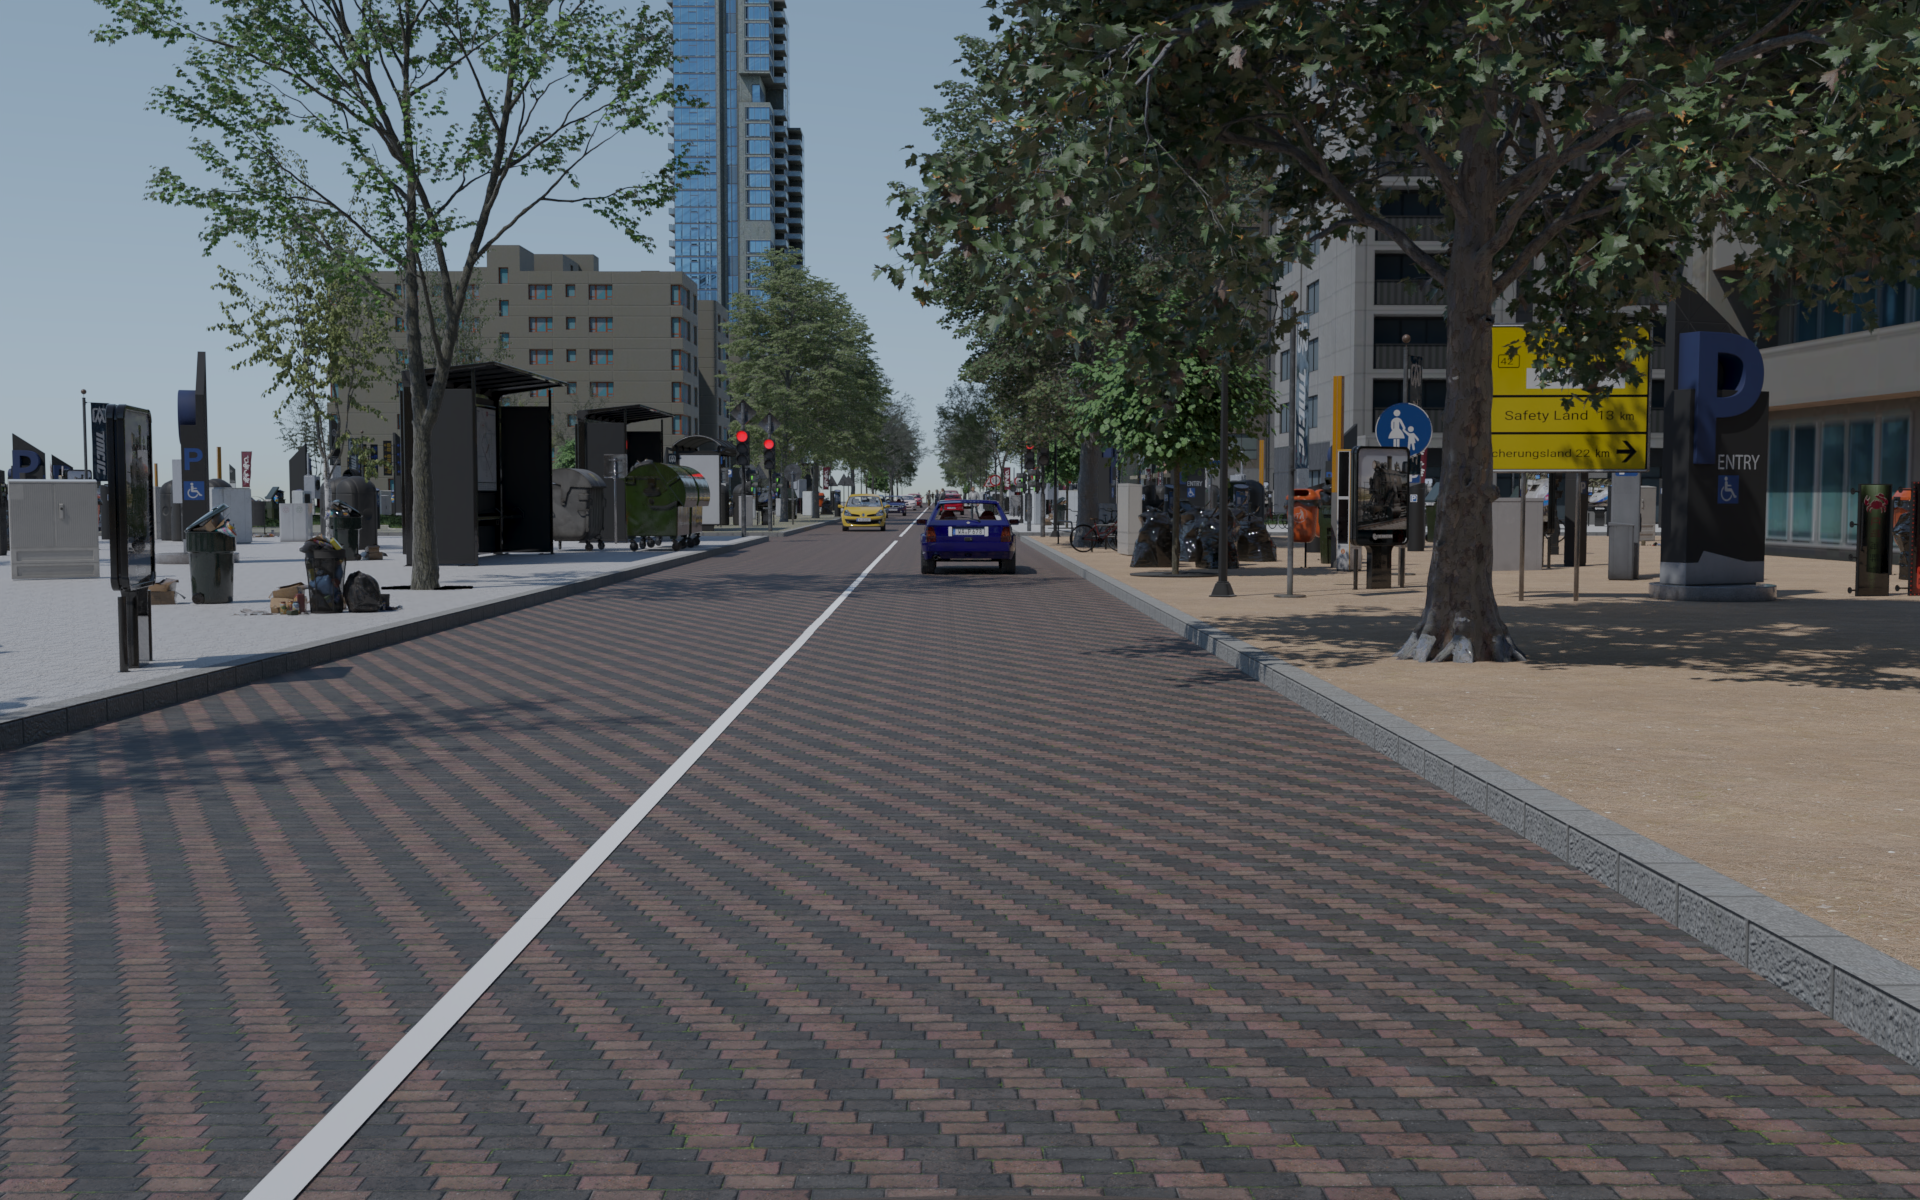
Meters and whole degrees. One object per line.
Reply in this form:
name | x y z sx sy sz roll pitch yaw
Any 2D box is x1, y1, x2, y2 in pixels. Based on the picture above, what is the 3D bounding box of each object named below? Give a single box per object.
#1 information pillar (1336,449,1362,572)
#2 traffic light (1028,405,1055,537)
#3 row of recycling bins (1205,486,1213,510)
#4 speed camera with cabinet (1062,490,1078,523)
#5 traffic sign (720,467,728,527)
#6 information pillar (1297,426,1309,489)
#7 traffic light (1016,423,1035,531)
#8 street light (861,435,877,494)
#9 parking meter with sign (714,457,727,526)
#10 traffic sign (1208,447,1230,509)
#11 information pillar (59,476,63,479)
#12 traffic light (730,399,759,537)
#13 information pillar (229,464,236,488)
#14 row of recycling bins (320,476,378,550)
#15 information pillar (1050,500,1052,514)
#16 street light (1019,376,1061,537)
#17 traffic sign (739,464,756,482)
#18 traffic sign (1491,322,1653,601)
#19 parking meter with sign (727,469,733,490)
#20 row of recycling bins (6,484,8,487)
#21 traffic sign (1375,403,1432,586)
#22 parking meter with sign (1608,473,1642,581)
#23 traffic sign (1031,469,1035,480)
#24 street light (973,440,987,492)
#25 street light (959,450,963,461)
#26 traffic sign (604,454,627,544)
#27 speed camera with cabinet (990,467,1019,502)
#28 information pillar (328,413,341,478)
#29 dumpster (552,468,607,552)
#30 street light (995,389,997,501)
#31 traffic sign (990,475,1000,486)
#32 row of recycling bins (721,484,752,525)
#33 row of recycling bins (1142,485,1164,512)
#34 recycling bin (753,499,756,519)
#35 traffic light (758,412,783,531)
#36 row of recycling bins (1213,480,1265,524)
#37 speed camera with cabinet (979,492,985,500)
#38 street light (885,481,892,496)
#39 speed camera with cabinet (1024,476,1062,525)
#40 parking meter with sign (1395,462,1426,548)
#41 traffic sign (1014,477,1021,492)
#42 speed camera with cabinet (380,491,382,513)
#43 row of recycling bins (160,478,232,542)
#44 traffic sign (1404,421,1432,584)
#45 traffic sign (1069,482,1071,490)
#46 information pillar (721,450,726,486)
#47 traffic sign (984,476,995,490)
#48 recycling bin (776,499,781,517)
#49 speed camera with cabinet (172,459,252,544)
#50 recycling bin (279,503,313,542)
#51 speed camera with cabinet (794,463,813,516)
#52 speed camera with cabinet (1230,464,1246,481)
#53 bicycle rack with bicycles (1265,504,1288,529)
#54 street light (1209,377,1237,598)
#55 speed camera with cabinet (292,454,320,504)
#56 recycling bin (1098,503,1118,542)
information pillar | 6.448 -1.478 28.654 0.304 2.012 0.304 -2 4 -33
traffic light | 2.448 -3.829 51.519 0.839 4.253 0.868 0 4 -1
row of recycling bins | 15.551 -5.853 102.805 3.534 1.692 1.069 2 4 24
speed camera with cabinet | 4.252 -5.005 76.171 2.038 3.252 0.660 0 4 -3
traffic sign | -9.189 -3.937 66.493 0.606 2.300 0.079 0 4 5
information pillar | 9.899 -3.589 50.043 0.504 3.616 0.183 -3 5 -43
traffic light | 2.361 -4.317 59.504 0.839 4.253 0.868 0 4 -1
street light | -7.225 -10.009 136.186 1.470 5.913 1.316 0 4 -1
parking meter with sign | -10.125 -4.430 68.695 0.543 3.016 1.738 2 4 30
traffic sign | 5.110 -2.157 35.366 0.768 2.556 0.104 0 4 6
information pillar | -35.635 -3.942 68.942 0.304 2.012 0.304 -3 5 -44
traffic light | -6.412 -3.822 51.406 0.839 4.253 0.868 0 4 -1
information pillar | -56.439 -8.748 134.384 0.504 3.616 0.183 0 4 5
row of recycling bins | -14.573 -2.079 41.103 1.069 1.692 3.534 -2 4 -27
information pillar | 5.637 -6.147 104.996 0.304 2.012 0.304 2 4 26
street light | 2.300 -4.830 51.504 1.470 5.913 1.316 0 4 -1
traffic sign | -8.885 -4.435 72.614 0.768 2.556 0.104 1 4 9
traffic sign | 7.057 -1.638 20.653 2.265 3.308 0.079 0 4 4
parking meter with sign | -16.607 -7.680 121.836 0.543 3.016 1.738 1 4 18
row of recycling bins | -53.453 -5.563 98.062 1.069 1.692 3.534 2 4 34
traffic sign | 6.190 -1.476 24.243 0.768 2.556 0.104 1 4 8
parking meter with sign | 10.126 -1.842 26.376 0.543 3.016 1.738 1 4 21
traffic sign | 3.669 -4.920 80.541 0.768 2.556 0.104 0 4 3
street light | 1.648 -8.107 105.086 1.470 5.913 1.316 0 4 -1
street light | 0.901 -12.750 181.000 1.470 5.913 1.316 0 4 -1
traffic sign | -8.846 -2.590 44.475 0.606 2.300 0.079 0 4 4
speed camera with cabinet | 3.303 -8.219 128.723 2.038 3.252 0.660 1 4 10
information pillar | -18.162 -3.608 50.345 0.183 3.616 0.504 1 4 10
dumpster | -8.788 -2.048 39.248 1.264 1.857 1.865 0 4 -1
street light | 2.155 -6.299 75.531 1.470 5.913 1.316 0 4 -1
traffic sign | 2.303 -6.885 112.673 0.768 2.556 0.104 0 4 0
row of recycling bins | -10.267 -3.914 71.113 3.534 1.692 1.069 0 4 2
row of recycling bins | 9.636 -4.488 80.495 3.534 1.692 1.069 -3 5 -40
recycling bin | -10.773 -4.637 88.367 0.722 1.027 0.722 0 4 -4
traffic light | -6.500 -4.310 59.391 0.839 4.253 0.868 0 4 -1
row of recycling bins | 8.264 -2.661 50.627 1.069 1.692 3.534 0 4 0
speed camera with cabinet | 2.528 -8.406 131.776 2.038 3.252 0.660 -1 4 -13
street light | -7.563 -11.865 166.531 1.470 5.913 1.316 0 4 -1
speed camera with cabinet | 3.387 -4.789 72.628 0.660 3.252 2.038 -2 4 -27
parking meter with sign | 10.786 -2.782 41.751 0.543 3.016 1.738 0 4 -5
traffic sign | 4.124 -7.321 119.806 0.768 2.556 0.104 0 4 4
speed camera with cabinet | -27.906 -5.289 80.811 0.660 3.252 2.038 1 4 21
row of recycling bins | -20.643 -2.425 46.765 1.069 1.692 3.534 -3 5 -44
traffic sign | 6.341 -1.508 24.765 0.768 2.556 0.104 0 4 6
traffic sign | 5.305 -5.098 83.451 0.768 2.556 0.104 0 4 4
information pillar | -11.829 -5.777 85.814 0.504 3.616 0.183 0 4 2
traffic sign | 2.116 -7.541 123.291 0.884 2.594 0.081 0 4 3
recycling bin | -10.001 -5.245 98.303 0.722 1.027 0.722 -2 4 -24
speed camera with cabinet | -18.996 -3.038 44.002 0.660 3.252 2.038 1 4 23
recycling bin | -17.928 -2.093 46.779 0.722 1.027 0.722 -1 4 -10
speed camera with cabinet | -9.102 -6.610 102.404 0.660 3.252 2.038 -3 4 -37
speed camera with cabinet | 13.168 -5.280 80.662 0.660 3.252 2.038 2 4 28
bicycle rack with bicycles | 12.400 -3.068 63.548 2.852 0.926 2.925 -1 4 -17
street light | 2.740 -2.992 21.456 1.470 5.913 1.316 0 4 -1
speed camera with cabinet | -31.710 -5.486 84.035 0.660 3.252 2.038 0 4 3
recycling bin | 3.869 -2.076 46.499 0.722 1.027 0.722 0 4 8
